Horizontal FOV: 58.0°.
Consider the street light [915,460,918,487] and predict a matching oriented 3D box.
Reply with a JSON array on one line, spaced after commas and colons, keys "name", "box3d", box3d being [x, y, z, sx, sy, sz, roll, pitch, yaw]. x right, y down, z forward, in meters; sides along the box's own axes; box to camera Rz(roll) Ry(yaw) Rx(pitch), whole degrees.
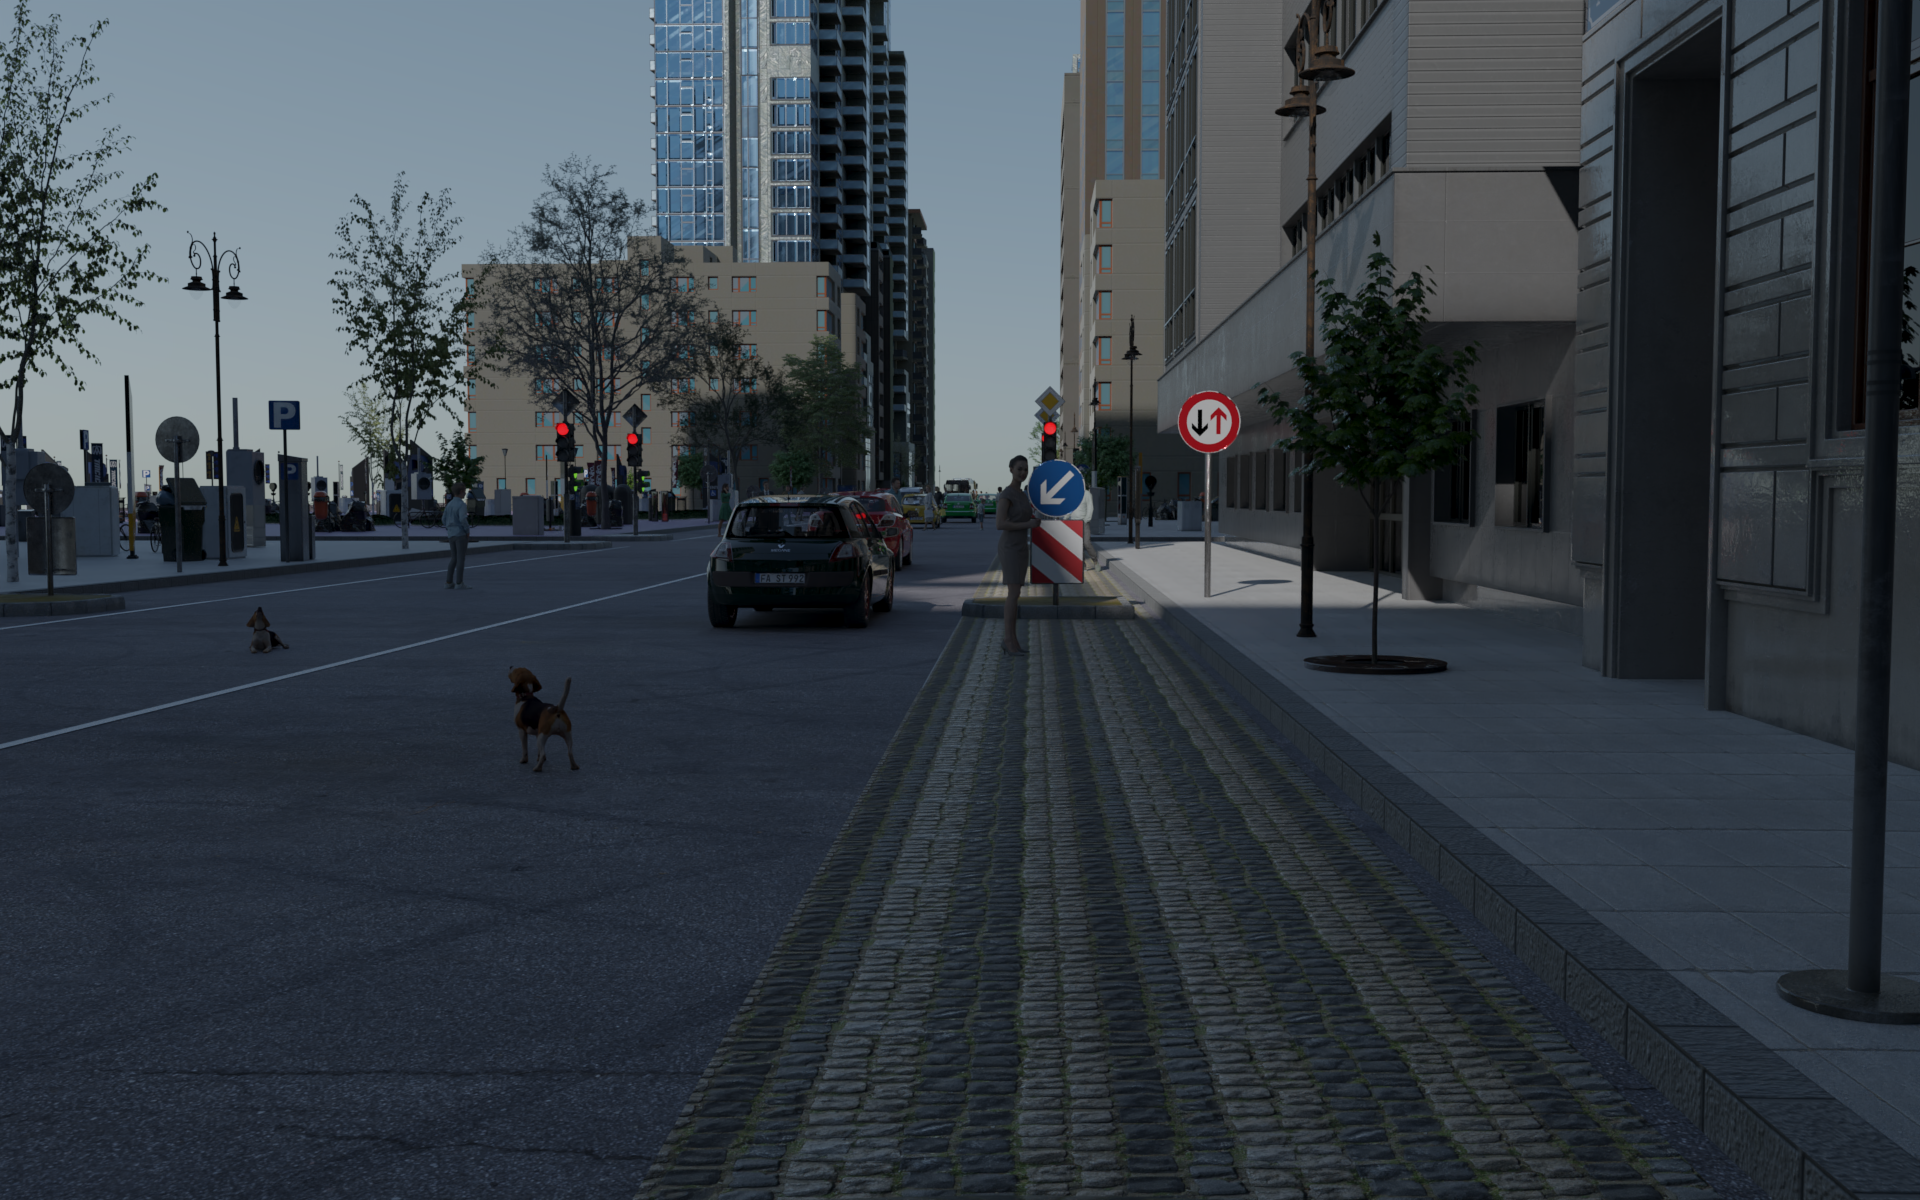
[{"name": "street light", "box3d": [-5.514, -14.726, 213.557, 0.468, 5.910, 1.993, 0, 4, 2]}]

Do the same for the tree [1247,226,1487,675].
[{"name": "tree", "box3d": [2.926, -1.105, 12.670, 1.663, 3.219, 1.824, 0, 3, 0]}]

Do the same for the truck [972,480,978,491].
[{"name": "truck", "box3d": [0.855, -15.017, 241.459, 3.469, 3.379, 9.791, 0, 4, 2]}]

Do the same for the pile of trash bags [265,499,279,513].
[{"name": "pile of trash bags", "box3d": [-33.626, -4.421, 82.042, 1.912, 1.369, 3.447, 1, 4, 11]}]

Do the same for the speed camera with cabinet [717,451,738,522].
[{"name": "speed camera with cabinet", "box3d": [-10.657, -5.211, 79.528, 0.660, 3.252, 2.038, 0, 4, 4]}]

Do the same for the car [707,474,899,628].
[{"name": "car", "box3d": [-1.750, -0.622, 19.953, 2.009, 1.686, 4.222, 0, 4, 3]}]

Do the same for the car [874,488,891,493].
[{"name": "car", "box3d": [-4.892, -6.476, 114.560, 2.281, 1.827, 5.304, 0, 4, 4]}]

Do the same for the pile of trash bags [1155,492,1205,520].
[{"name": "pile of trash bags", "box3d": [11.259, -4.641, 85.637, 1.912, 1.369, 3.447, 3, 5, 43]}]

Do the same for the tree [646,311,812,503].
[{"name": "tree", "box3d": [-11.350, -9.366, 87.549, 8.767, 10.594, 7.601, -3, 4, -38]}]

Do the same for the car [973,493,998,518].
[{"name": "car", "box3d": [1.702, -5.864, 104.673, 1.959, 1.807, 4.718, 0, 4, 1]}]

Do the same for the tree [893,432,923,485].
[{"name": "tree", "box3d": [-6.655, -15.642, 206.100, 4.360, 8.622, 3.978, 0, 3, 0]}]

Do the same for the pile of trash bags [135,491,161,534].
[{"name": "pile of trash bags", "box3d": [-26.248, -2.887, 56.952, 3.447, 1.369, 1.912, 3, 4, 36]}]

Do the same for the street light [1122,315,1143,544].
[{"name": "street light", "box3d": [4.423, -4.401, 44.739, 0.468, 5.910, 1.993, 0, 4, 2]}]

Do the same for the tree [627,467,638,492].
[{"name": "tree", "box3d": [-23.363, -7.894, 123.673, 1.663, 3.219, 1.824, 0, 3, 0]}]

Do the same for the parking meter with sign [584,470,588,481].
[{"name": "parking meter with sign", "box3d": [-25.961, -7.800, 123.789, 1.738, 3.016, 0.543, -3, 5, -43]}]

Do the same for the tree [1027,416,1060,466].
[{"name": "tree", "box3d": [12.309, -17.978, 219.702, 9.928, 11.665, 9.643, 0, 3, 0]}]

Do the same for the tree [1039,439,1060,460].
[{"name": "tree", "box3d": [12.114, -16.032, 212.486, 4.737, 8.622, 4.395, 0, 3, 0]}]

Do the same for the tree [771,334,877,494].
[{"name": "tree", "box3d": [-9.774, -12.505, 122.585, 7.486, 12.596, 7.792, 0, 3, 0]}]

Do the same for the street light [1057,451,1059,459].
[{"name": "street light", "box3d": [8.429, -10.506, 144.563, 0.468, 5.910, 1.993, 0, 4, 2]}]

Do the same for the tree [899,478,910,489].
[{"name": "tree", "box3d": [-6.524, -12.630, 201.094, 1.663, 3.219, 1.824, 0, 3, 0]}]

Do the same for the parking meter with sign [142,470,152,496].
[{"name": "parking meter with sign", "box3d": [-59.426, -7.985, 126.810, 0.543, 3.016, 1.738, -1, 4, -18]}]

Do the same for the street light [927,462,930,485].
[{"name": "street light", "box3d": [-4.434, -16.521, 242.903, 0.468, 5.910, 1.993, 0, 4, 2]}]

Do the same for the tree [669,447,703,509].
[{"name": "tree", "box3d": [-18.115, -8.195, 117.704, 4.285, 4.588, 4.351, 0, 3, 0]}]

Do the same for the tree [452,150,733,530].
[{"name": "tree", "box3d": [-13.020, -9.315, 62.669, 12.009, 13.543, 11.850, 0, 3, 0]}]

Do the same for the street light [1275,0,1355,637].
[{"name": "street light", "box3d": [3.116, -2.606, 15.396, 0.468, 5.910, 1.993, 0, 4, 2]}]

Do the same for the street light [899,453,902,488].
[{"name": "street light", "box3d": [-6.542, -13.362, 191.260, 0.468, 5.910, 1.993, 0, 4, 2]}]

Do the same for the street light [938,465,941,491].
[{"name": "street light", "box3d": [-3.189, -18.315, 272.242, 0.468, 5.910, 1.993, 0, 4, 2]}]

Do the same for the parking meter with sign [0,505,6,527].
[{"name": "parking meter with sign", "box3d": [-37.918, -4.353, 67.427, 0.543, 3.016, 1.738, 1, 4, 9]}]

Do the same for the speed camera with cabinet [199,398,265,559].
[{"name": "speed camera with cabinet", "box3d": [-14.651, -2.481, 34.898, 0.660, 3.252, 2.038, 0, 4, -1]}]

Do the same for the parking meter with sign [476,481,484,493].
[{"name": "parking meter with sign", "box3d": [-28.456, -6.482, 102.247, 0.543, 3.016, 1.738, -3, 5, -41]}]

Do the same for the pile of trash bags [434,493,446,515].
[{"name": "pile of trash bags", "box3d": [-28.938, -5.345, 97.135, 1.912, 1.369, 3.447, -1, 4, -8]}]

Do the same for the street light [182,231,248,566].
[{"name": "street light", "box3d": [-13.135, -3.542, 30.694, 0.468, 5.910, 1.993, 0, 4, 2]}]

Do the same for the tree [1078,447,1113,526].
[{"name": "tree", "box3d": [5.646, -4.658, 70.759, 1.663, 3.219, 1.824, 0, 3, 0]}]

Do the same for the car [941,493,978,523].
[{"name": "car", "box3d": [-0.058, -4.796, 87.219, 1.959, 1.807, 4.718, 0, 4, 0]}]

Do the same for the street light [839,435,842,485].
[{"name": "street light", "box3d": [-9.027, -9.686, 131.156, 0.468, 5.910, 1.993, 0, 4, 2]}]

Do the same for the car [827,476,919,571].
[{"name": "car", "box3d": [-1.912, -1.512, 33.755, 2.155, 1.783, 4.494, 0, 4, 2]}]

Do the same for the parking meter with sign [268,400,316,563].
[{"name": "parking meter with sign", "box3d": [-12.725, -2.255, 33.130, 0.543, 3.016, 1.738, -1, 4, -10]}]

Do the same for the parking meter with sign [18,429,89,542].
[{"name": "parking meter with sign", "box3d": [-24.490, -3.088, 46.750, 1.738, 3.016, 0.543, -1, 4, -11]}]

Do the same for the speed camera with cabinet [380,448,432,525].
[{"name": "speed camera with cabinet", "box3d": [-23.465, -4.834, 73.367, 2.038, 3.252, 0.660, -3, 5, -42]}]

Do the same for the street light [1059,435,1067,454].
[{"name": "street light", "box3d": [7.730, -9.465, 127.543, 0.468, 5.910, 1.993, 0, 4, 2]}]

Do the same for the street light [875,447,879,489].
[{"name": "street light", "box3d": [-7.732, -11.548, 161.592, 0.468, 5.910, 1.993, 0, 4, 2]}]

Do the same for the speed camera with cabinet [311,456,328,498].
[{"name": "speed camera with cabinet", "box3d": [-33.625, -5.795, 89.076, 2.038, 3.252, 0.660, -3, 5, -42]}]

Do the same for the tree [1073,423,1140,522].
[{"name": "tree", "box3d": [6.713, -5.911, 80.361, 4.285, 4.588, 4.351, 0, 3, 0]}]

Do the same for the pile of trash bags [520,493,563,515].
[{"name": "pile of trash bags", "box3d": [-24.148, -5.586, 101.080, 3.447, 1.369, 1.912, 1, 4, 15]}]

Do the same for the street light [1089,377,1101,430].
[{"name": "street light", "box3d": [5.300, -5.837, 68.223, 0.468, 5.910, 1.993, 0, 4, 2]}]

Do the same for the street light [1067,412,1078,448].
[{"name": "street light", "box3d": [6.479, -7.668, 98.165, 0.468, 5.910, 1.993, 0, 4, 2]}]

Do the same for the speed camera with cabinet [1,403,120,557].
[{"name": "speed camera with cabinet", "box3d": [-18.352, -2.509, 35.356, 2.038, 3.252, 0.660, -1, 4, -12]}]

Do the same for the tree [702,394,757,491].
[{"name": "tree", "box3d": [-16.910, -10.794, 126.847, 4.360, 8.622, 3.978, 0, 3, 0]}]

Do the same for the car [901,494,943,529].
[{"name": "car", "box3d": [-1.725, -3.829, 72.822, 2.015, 1.641, 3.980, 0, 4, 2]}]

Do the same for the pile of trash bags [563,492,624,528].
[{"name": "pile of trash bags", "box3d": [-14.133, -3.532, 67.504, 1.912, 1.369, 3.447, 0, 4, -5]}]

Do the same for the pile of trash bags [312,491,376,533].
[{"name": "pile of trash bags", "box3d": [-21.111, -2.989, 58.620, 1.912, 1.369, 3.447, 0, 4, -2]}]
